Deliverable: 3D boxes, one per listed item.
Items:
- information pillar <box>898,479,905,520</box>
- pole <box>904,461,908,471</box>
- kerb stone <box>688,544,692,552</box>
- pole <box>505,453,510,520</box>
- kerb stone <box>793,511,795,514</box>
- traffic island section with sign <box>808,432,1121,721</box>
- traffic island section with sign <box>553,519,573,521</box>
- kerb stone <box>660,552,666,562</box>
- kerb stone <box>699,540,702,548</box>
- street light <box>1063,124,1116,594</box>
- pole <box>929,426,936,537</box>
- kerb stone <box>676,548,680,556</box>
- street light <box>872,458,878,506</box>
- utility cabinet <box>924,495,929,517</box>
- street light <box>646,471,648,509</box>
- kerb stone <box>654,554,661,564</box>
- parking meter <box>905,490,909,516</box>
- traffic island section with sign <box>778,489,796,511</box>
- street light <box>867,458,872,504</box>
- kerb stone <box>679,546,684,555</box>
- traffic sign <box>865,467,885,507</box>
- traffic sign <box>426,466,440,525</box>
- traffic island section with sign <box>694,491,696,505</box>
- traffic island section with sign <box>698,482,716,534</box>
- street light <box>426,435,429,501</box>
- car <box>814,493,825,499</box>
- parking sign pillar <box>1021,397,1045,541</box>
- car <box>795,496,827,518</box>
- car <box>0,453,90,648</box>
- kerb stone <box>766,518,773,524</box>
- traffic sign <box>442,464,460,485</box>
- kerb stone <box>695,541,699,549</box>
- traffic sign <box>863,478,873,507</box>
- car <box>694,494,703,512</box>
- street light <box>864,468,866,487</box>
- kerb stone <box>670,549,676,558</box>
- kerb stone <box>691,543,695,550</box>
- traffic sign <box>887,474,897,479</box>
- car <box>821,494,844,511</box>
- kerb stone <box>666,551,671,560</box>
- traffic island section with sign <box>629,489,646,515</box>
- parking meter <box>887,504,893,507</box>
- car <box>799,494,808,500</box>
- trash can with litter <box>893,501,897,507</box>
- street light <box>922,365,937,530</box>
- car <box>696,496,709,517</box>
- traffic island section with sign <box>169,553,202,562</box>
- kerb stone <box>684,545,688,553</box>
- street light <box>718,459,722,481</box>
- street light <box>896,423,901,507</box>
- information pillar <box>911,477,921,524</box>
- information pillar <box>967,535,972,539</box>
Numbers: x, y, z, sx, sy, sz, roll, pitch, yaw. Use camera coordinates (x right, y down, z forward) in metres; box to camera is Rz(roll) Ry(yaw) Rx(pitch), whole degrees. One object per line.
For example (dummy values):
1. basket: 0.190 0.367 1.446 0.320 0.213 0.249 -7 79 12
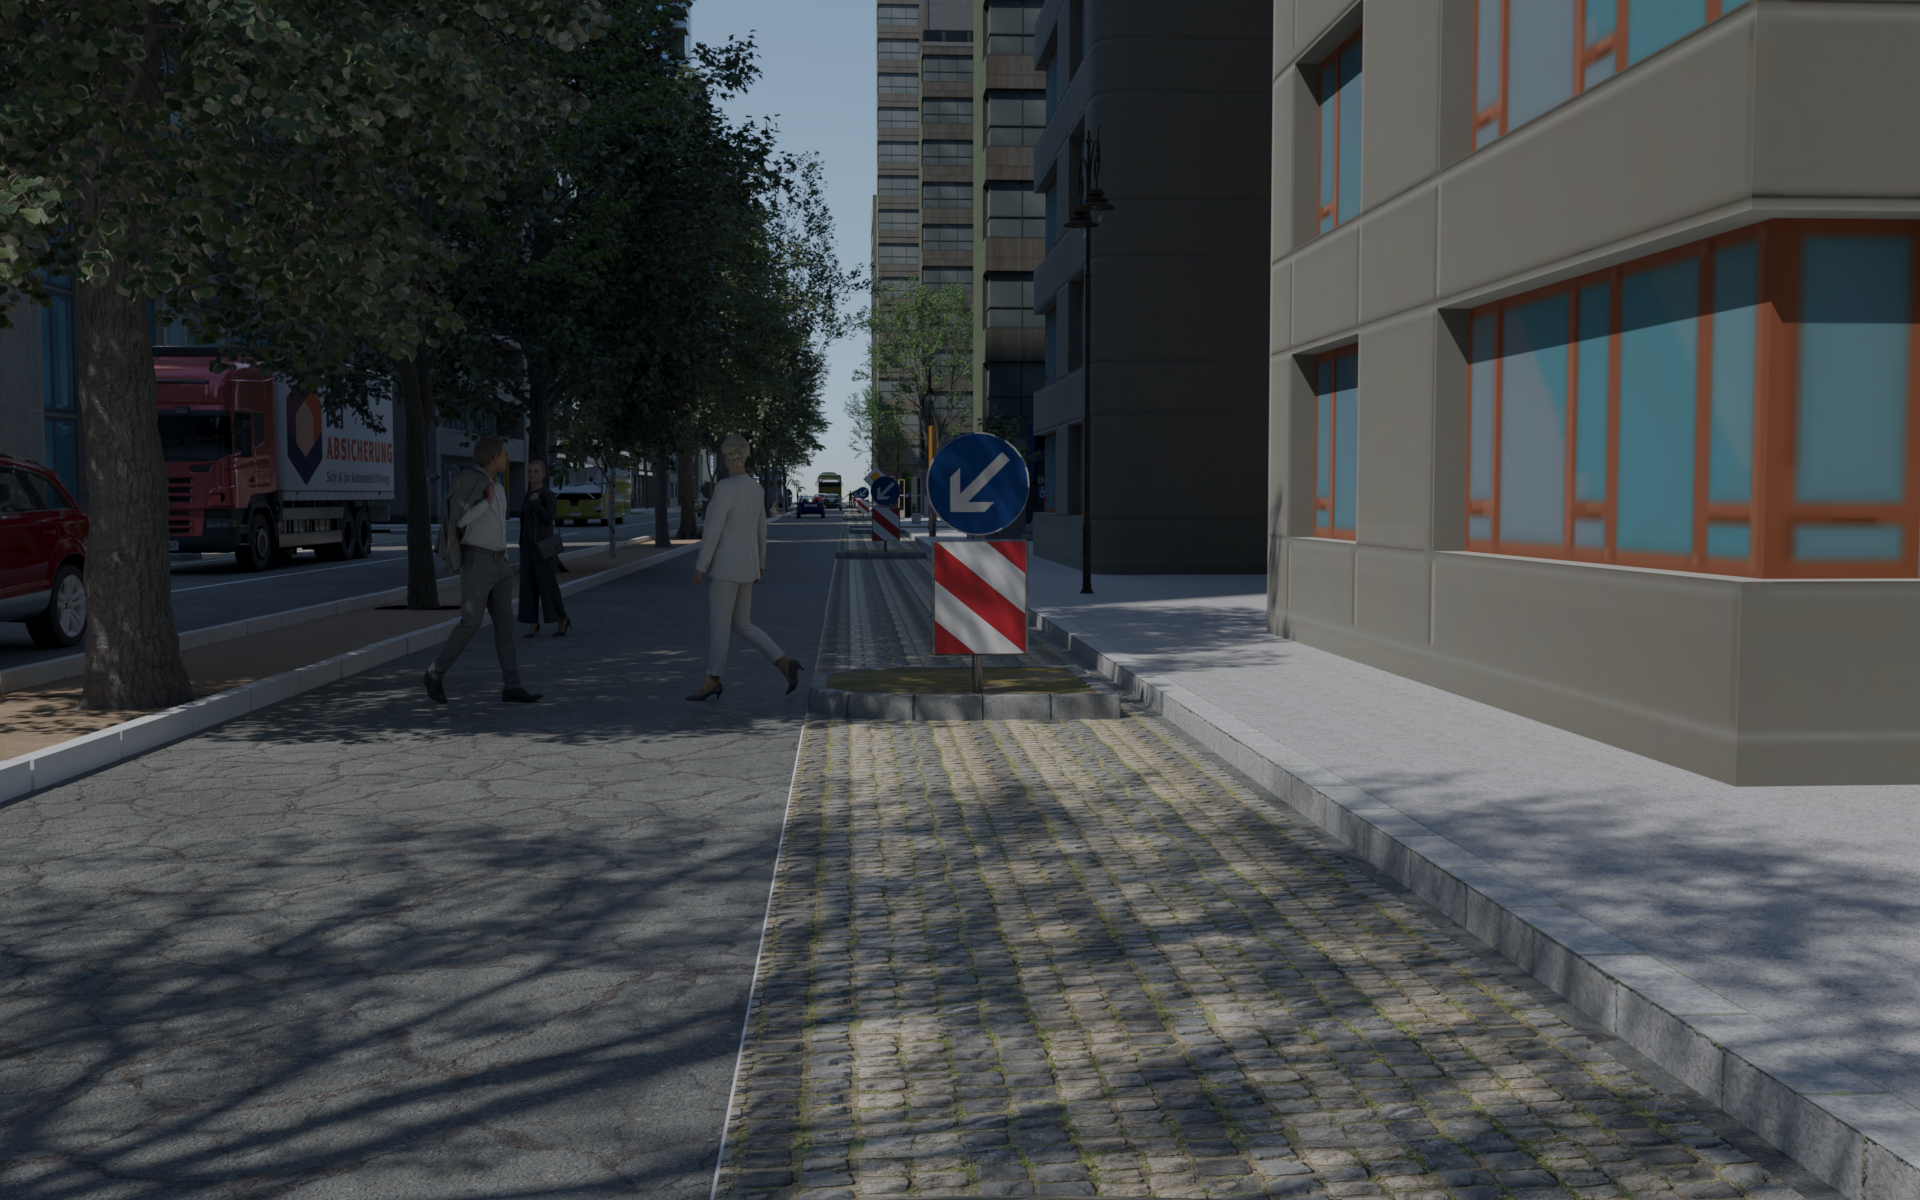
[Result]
1. information pillar: -2.939 -5.046 86.996 0.304 2.012 0.304 0 4 -6
2. pole: -3.285 -6.839 105.653 0.158 3.312 0.155 0 3 0
3. kerb stone: -6.755 -1.249 42.612 0.120 0.150 1.000 0 4 -4
4. pole: -22.273 -5.585 85.156 0.158 3.312 0.155 0 3 0
5. kerb stone: -11.896 -6.097 121.920 0.120 0.150 1.000 0 4 -4
6. traffic island section with sign: -0.037 -0.196 11.837 1.989 1.847 2.006 0 4 -4
7. traffic island section with sign: -21.118 -5.173 93.205 1.989 1.847 2.006 0 4 -4
8. kerb stone: -6.354 -0.873 36.476 0.120 0.150 1.000 0 4 -4
9. kerb stone: -6.956 -1.430 45.678 0.120 0.150 1.000 0 4 -4
10. street light: 1.639 -3.022 22.196 0.468 5.910 1.993 0 4 -4
11. pole: -0.825 -3.549 51.864 0.158 3.312 0.155 0 3 0
12. kerb stone: -6.556 -1.058 39.545 0.120 0.150 1.000 0 4 -4
13. street light: -8.663 -12.781 181.757 0.468 5.910 1.993 0 4 -4
14. utility cabinet: -1.849 -5.294 97.721 0.306 1.237 1.020 0 4 3
15. street light: -26.547 -10.639 146.729 0.468 5.910 1.993 0 4 -4
16. kerb stone: -6.296 -0.805 35.455 0.120 0.150 1.000 0 4 -4
17. parking meter: -3.132 -5.646 100.726 0.372 1.533 0.369 0 3 0
18. traffic island section with sign: -14.499 -8.409 145.630 2.006 1.907 1.989 0 4 -4
19. street light: -11.341 -15.263 222.336 0.468 5.910 1.993 0 4 -4
20. kerb stone: -6.623 -1.118 40.566 0.120 0.150 1.000 0 4 -4
21. traffic sign: -3.074 -3.651 63.332 0.795 2.450 0.064 0 4 -4
22. traffic sign: -19.086 -3.589 62.320 0.795 2.450 0.064 0 4 -4
23. traffic island section with sign: -26.016 -9.799 168.848 1.989 1.847 2.006 0 4 -4
24. traffic island section with sign: -9.166 -3.371 63.256 2.006 1.907 1.989 0 4 -4
25. street light: -21.705 -5.981 70.569 0.468 5.910 1.993 0 4 -4
26. car: -13.180 -9.507 164.486 2.155 1.783 4.494 0 4 -5
27. parking sign pillar: 2.417 -3.618 47.629 1.447 3.967 1.447 -3 5 -45
28. car: -8.936 -5.573 103.703 1.945 1.354 3.894 0 4 -5
29. car: -9.237 -0.366 14.665 2.281 1.827 5.304 0 4 -3
30. kerb stone: -9.709 -4.024 88.162 0.120 0.150 1.000 0 4 -4
31. traffic sign: -21.483 -4.462 73.056 0.768 2.556 0.104 0 4 5
32. kerb stone: -6.892 -1.374 44.652 0.120 0.150 1.000 0 4 -4
33. traffic sign: -3.590 -4.138 71.301 0.795 2.450 0.064 0 4 -4
34. car: -20.567 -7.994 140.931 2.015 1.641 3.980 0 4 -2
35. street light: -13.964 -17.814 264.047 0.468 5.910 1.993 0 4 -4
36. kerb stone: -6.493 -0.999 38.523 0.120 0.150 1.000 0 4 -4
37. kerb stone: -6.834 -1.311 43.632 0.120 0.150 1.000 0 4 -4
38. traffic sign: -4.210 -6.555 107.273 0.768 2.556 0.104 0 4 -1
39. car: -11.130 -8.460 150.126 2.131 1.459 4.920 0 4 -4
40. kerb stone: -6.429 -0.932 37.502 0.120 0.150 1.000 0 4 -4
41. traffic island section with sign: -22.861 -6.818 120.104 1.989 1.847 2.006 0 4 -4
42. parking meter: -4.311 -5.974 106.081 0.372 1.533 0.369 0 3 0
43. car: -26.139 -16.998 289.912 2.014 1.417 4.499 0 4 -5
44. trash can with litter: -4.462 -6.897 124.150 0.624 1.170 1.055 -2 4 -24
45. street light: -1.079 -5.465 62.141 0.468 5.910 1.993 0 4 -4
46. car: -15.936 -6.199 111.584 2.015 1.641 3.980 0 4 -3
47. traffic island section with sign: -17.486 -1.747 37.192 1.989 1.847 2.006 0 4 -4
48. kerb stone: -6.696 -1.180 41.590 0.120 0.150 1.000 0 4 -4
49. street light: -31.999 -15.766 230.555 0.468 5.910 1.993 0 4 -4
50. street light: -3.801 -8.152 106.075 0.468 5.910 1.993 0 4 -4
51. information pillar: -1.882 -4.287 74.579 0.304 2.012 0.304 3 5 39
52. information pillar: 0.367 -2.465 44.787 0.304 2.012 0.304 2 4 28
